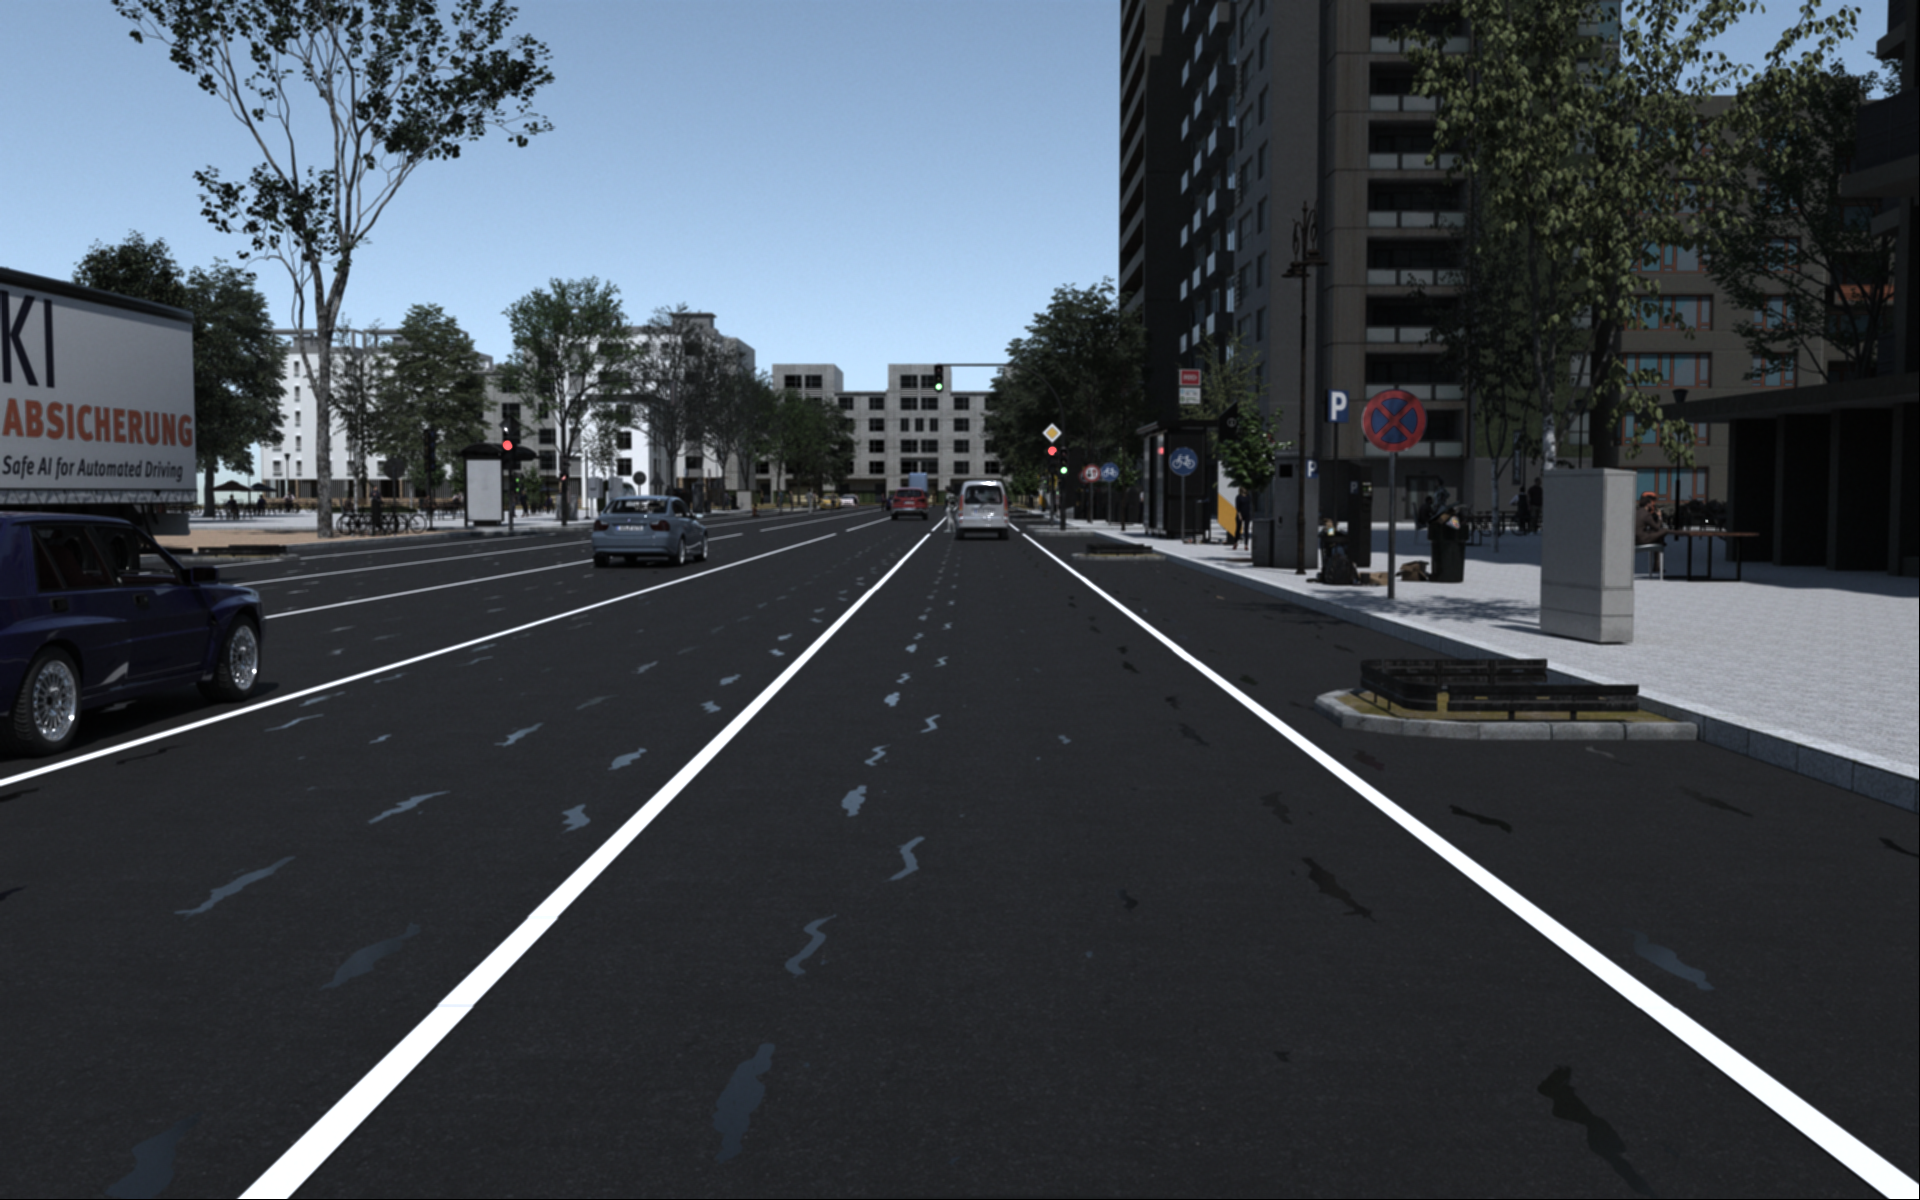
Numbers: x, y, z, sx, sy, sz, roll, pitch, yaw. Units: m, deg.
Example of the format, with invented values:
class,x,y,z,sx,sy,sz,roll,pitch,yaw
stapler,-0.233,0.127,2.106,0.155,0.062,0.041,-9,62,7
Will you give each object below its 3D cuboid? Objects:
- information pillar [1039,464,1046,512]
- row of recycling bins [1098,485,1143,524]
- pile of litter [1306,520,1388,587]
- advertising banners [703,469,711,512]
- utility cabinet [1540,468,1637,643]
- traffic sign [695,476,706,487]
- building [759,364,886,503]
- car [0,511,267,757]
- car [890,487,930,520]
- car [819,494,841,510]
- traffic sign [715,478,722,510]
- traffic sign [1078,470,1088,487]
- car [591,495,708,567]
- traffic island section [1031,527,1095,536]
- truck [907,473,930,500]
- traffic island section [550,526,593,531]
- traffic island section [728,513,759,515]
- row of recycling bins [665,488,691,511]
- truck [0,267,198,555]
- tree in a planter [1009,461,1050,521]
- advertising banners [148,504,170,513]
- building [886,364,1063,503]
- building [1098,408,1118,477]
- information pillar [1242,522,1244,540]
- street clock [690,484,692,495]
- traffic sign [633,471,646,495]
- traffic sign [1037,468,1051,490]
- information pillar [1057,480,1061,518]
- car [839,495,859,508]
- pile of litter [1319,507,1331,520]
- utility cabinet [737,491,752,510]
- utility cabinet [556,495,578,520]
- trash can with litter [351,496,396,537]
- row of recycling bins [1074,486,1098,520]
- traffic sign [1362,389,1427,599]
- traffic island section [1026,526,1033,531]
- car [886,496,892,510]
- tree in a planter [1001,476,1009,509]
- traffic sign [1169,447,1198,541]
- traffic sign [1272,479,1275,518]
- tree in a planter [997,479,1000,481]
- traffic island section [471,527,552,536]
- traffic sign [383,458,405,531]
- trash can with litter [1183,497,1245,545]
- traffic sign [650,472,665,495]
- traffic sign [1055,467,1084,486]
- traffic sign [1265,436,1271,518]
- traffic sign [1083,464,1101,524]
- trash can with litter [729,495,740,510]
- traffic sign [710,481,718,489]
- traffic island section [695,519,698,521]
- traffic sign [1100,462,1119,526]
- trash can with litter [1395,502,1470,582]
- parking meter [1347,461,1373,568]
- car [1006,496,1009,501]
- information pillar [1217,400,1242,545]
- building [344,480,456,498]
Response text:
class,x,y,z,sx,sy,sz,roll,pitch,yaw
information pillar,5.932,-8.138,124.405,0.504,3.616,0.183,-1,4,-9
row of recycling bins,7.377,-4.274,76.997,1.069,1.692,3.534,-1,4,-16
pile of litter,5.594,-0.666,24.859,1.176,0.858,1.719,0,4,5
advertising banners,-17.749,-7.653,121.318,0.090,3.025,2.074,-1,4,-23
utility cabinet,5.537,-0.403,15.274,0.318,1.500,1.173,0,4,-6
traffic sign,-18.436,-7.501,122.641,0.884,2.594,0.081,0,4,1
building,-25.442,-23.089,243.959,31.486,18.905,16.747,0,4,0
car,-5.802,0.110,10.788,1.945,1.354,3.894,0,4,0
car,-2.805,-5.392,96.829,2.281,1.827,5.304,0,4,-1
car,-11.967,-9.176,160.251,2.015,1.641,3.980,0,4,1
traffic sign,-18.992,-8.344,136.529,0.768,2.556,0.104,0,4,1
traffic sign,6.495,-5.486,89.808,0.768,2.556,0.104,0,4,3
car,-6.319,-1.434,35.451,2.014,1.417,4.499,0,4,1
traffic island section,3.617,-2.346,60.632,2.009,0.180,2.903,0,4,0
truck,-5.289,-13.582,211.830,2.967,4.110,18.799,0,3,0
traffic island section,-15.720,-2.841,68.730,2.009,0.180,2.903,0,4,0
traffic island section,-15.106,-6.007,121.087,1.991,0.108,1.994,0,4,0
row of recycling bins,-19.430,-6.847,119.062,1.069,1.692,3.534,1,4,10
truck,-12.973,-1.956,20.891,2.839,4.237,11.283,0,4,1
tree in a planter,3.791,-5.869,93.186,1.991,3.239,1.994,0,4,0
advertising banners,-32.069,-4.480,69.437,2.074,3.025,0.090,2,4,26
building,6.044,-23.081,243.836,31.486,18.905,16.747,0,4,0
building,18.314,-13.742,166.836,9.099,9.664,28.070,0,4,0
information pillar,7.617,-3.462,47.951,0.504,3.616,0.183,1,4,15
street clock,-19.243,-7.364,124.969,0.471,2.002,0.358,-1,4,-16
traffic sign,-18.011,-5.946,97.327,0.768,2.556,0.104,1,4,8
traffic sign,7.226,-8.784,137.489,2.265,3.308,0.079,0,4,7
information pillar,5.298,-5.350,91.962,0.304,2.012,0.304,0,4,-1
car,-11.818,-10.555,184.933,2.083,1.381,4.827,0,4,1
pile of litter,14.592,-3.379,69.212,1.176,0.858,1.719,2,4,30
utility cabinet,-17.568,-8.097,141.061,1.173,1.500,0.318,0,4,6
utility cabinet,-19.330,-4.526,85.164,1.020,1.237,0.306,-2,4,-25
trash can with litter,-18.119,-2.565,52.989,1.678,1.210,2.233,0,4,4
row of recycling bins,6.913,-4.842,86.282,1.069,1.692,3.534,-2,4,-33
traffic sign,5.273,-1.285,21.108,0.768,2.556,0.104,1,4,8
traffic island section,3.661,-2.834,68.617,2.009,0.180,2.903,0,4,0
car,-5.600,-8.566,152.630,1.945,1.354,3.894,0,4,2
tree in a planter,3.947,-7.517,120.129,1.991,3.239,1.994,0,4,0
traffic sign,6.092,-2.884,47.266,0.768,2.556,0.104,0,4,7
traffic sign,6.338,-2.009,34.978,0.606,2.300,0.079,0,4,1
tree in a planter,4.222,-10.588,170.341,1.991,3.239,1.994,0,4,0
traffic island section,-15.764,-2.353,60.745,2.009,0.180,2.903,0,4,0
traffic sign,-19.737,-3.690,60.440,0.768,2.556,0.104,0,4,2
trash can with litter,6.640,-2.065,44.816,2.233,1.210,1.678,-2,4,-29
traffic sign,-17.472,-6.113,99.952,0.884,2.594,0.081,0,4,6
traffic sign,7.422,-7.635,118.704,2.265,3.308,0.079,0,4,8
traffic sign,6.392,-2.207,36.095,0.884,2.594,0.081,0,4,1
traffic sign,5.650,-4.536,74.264,0.768,2.556,0.104,0,4,7
trash can with litter,-18.157,-7.826,139.344,0.624,1.170,1.055,1,4,19
traffic sign,-19.359,-8.206,136.305,0.606,2.300,0.079,0,4,2
traffic island section,-15.254,-4.345,93.905,1.991,0.108,1.994,0,4,0
traffic sign,6.044,-4.268,69.880,0.768,2.556,0.104,0,4,4
trash can with litter,6.871,-0.848,25.255,1.055,1.170,0.624,3,5,39
parking meter,6.981,-1.500,30.239,0.255,1.863,0.399,-2,4,-28
car,4.056,-10.128,175.190,1.945,1.707,3.694,0,4,1
information pillar,6.700,-3.177,43.296,0.504,3.616,0.183,0,4,-2
building,-69.305,-23.117,244.420,31.486,18.905,16.747,0,4,0
